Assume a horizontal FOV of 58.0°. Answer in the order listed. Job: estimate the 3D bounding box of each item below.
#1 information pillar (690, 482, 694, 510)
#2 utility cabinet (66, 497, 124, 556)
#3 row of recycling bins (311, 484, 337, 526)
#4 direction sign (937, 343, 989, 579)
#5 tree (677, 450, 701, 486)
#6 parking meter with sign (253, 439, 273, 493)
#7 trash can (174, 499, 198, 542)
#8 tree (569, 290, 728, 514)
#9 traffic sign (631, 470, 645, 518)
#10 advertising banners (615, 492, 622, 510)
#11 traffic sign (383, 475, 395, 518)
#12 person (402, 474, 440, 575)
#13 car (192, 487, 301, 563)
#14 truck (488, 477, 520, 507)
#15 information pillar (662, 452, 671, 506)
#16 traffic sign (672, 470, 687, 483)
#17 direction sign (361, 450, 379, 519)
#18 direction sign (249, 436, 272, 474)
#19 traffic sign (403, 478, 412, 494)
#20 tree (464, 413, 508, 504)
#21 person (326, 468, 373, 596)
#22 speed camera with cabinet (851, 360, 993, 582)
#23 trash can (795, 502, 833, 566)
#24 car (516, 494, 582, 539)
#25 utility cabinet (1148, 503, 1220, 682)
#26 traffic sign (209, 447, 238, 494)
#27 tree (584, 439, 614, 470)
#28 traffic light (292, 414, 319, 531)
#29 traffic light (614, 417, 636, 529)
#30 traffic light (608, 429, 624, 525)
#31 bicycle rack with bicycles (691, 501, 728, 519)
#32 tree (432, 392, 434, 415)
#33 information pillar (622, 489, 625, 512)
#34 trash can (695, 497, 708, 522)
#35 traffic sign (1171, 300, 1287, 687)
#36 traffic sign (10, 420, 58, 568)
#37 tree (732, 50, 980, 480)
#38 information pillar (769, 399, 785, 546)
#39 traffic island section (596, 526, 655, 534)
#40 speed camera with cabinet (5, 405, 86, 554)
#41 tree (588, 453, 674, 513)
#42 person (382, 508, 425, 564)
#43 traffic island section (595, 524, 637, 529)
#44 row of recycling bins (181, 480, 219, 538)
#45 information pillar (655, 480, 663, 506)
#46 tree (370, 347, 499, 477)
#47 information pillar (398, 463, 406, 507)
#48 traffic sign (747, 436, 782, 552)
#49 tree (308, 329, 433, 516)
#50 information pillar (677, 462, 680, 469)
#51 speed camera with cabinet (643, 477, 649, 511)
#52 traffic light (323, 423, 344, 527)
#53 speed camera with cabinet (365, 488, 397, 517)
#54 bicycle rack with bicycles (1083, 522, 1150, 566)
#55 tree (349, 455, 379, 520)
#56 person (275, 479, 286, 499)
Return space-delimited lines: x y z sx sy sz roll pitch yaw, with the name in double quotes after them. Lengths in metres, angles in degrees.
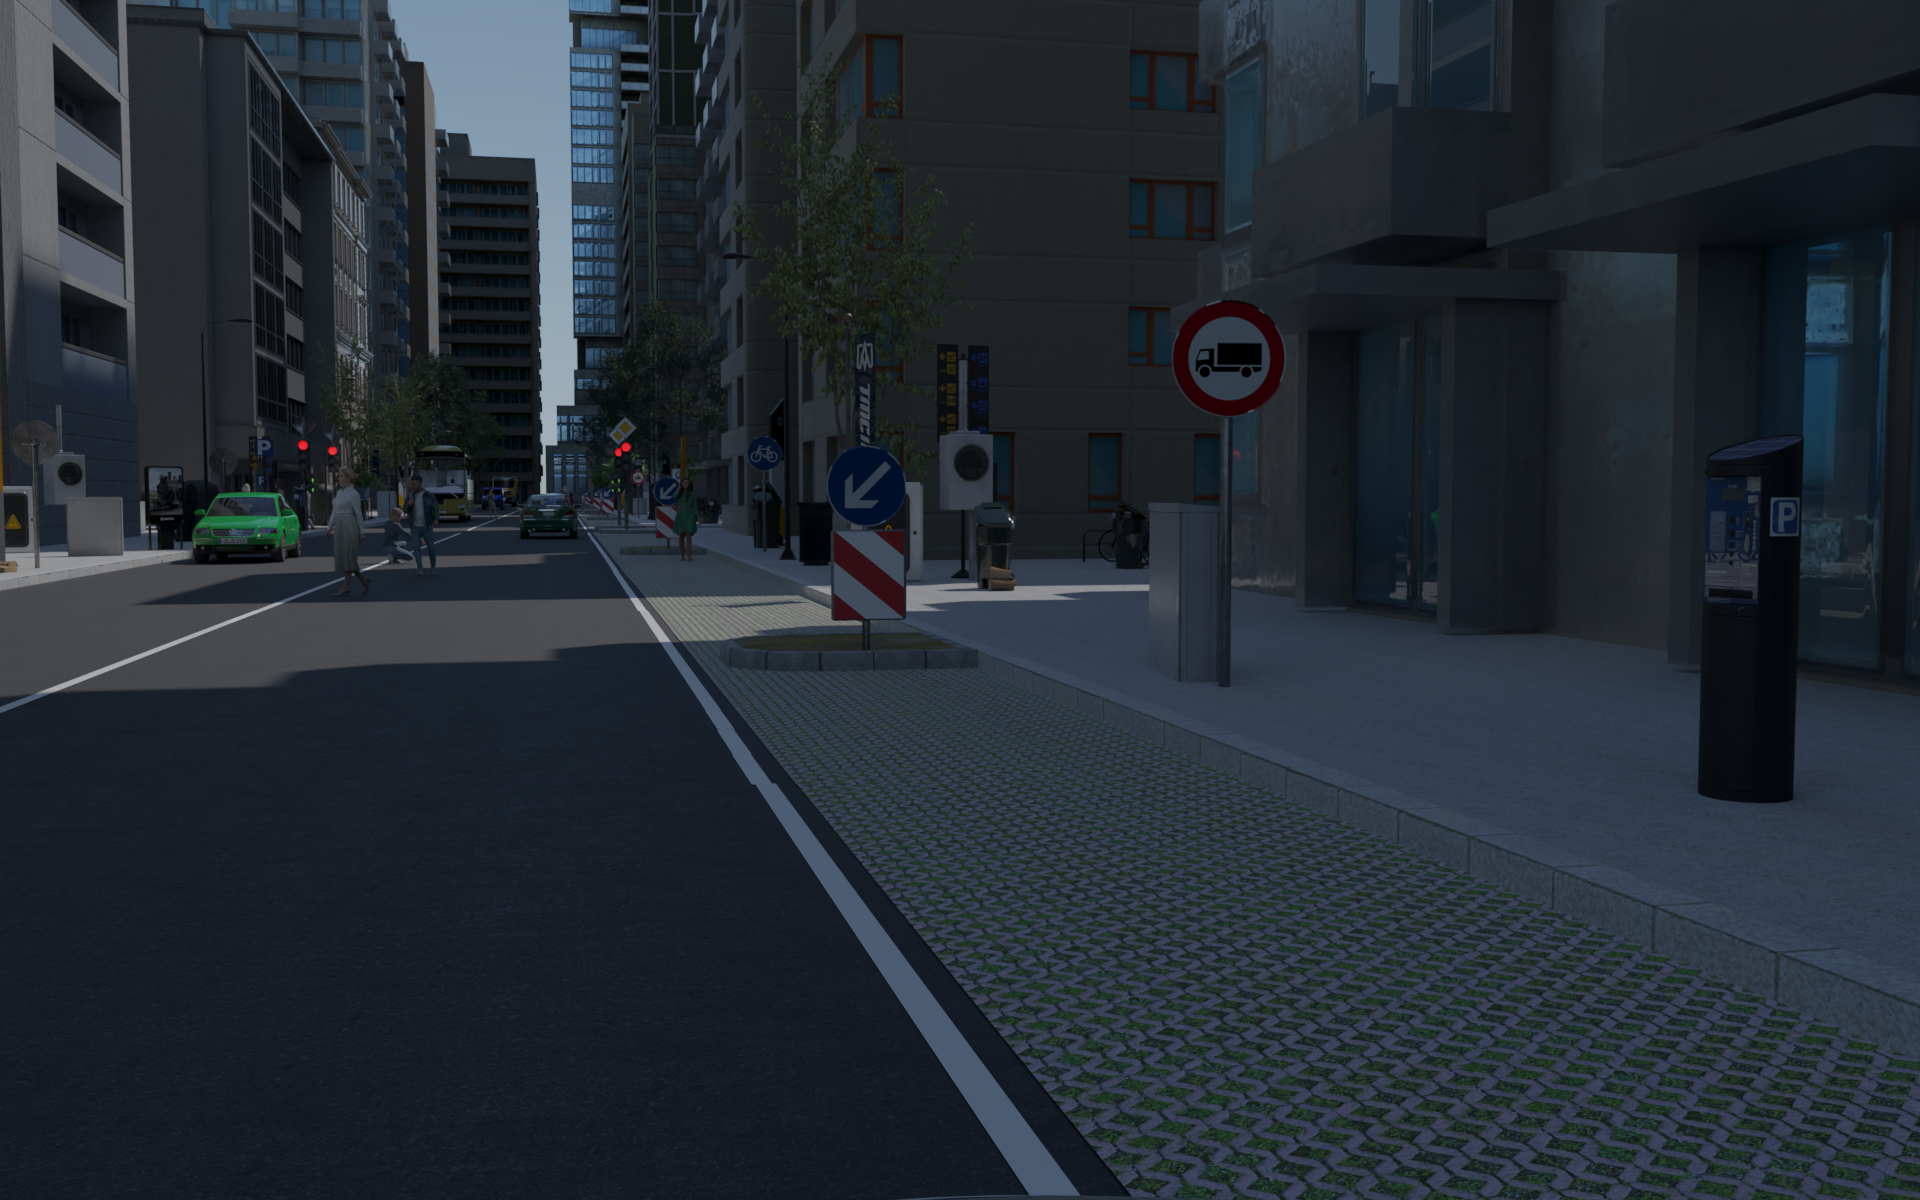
-16.299 -6.130 104.719 0.304 2.012 0.304 -3 5 -44 "information pillar"
-17.938 -1.515 35.930 1.020 1.237 0.306 -1 4 -22 "utility cabinet"
-25.995 -3.926 71.302 1.069 1.692 3.534 -1 4 -12 "row of recycling bins"
0.047 -2.099 26.316 0.876 3.537 0.379 -2 4 -27 "direction sign"
-21.100 -8.941 129.899 4.285 4.588 4.351 0 3 0 "tree"
-22.452 -3.637 55.721 0.543 3.016 1.738 -2 4 -27 "parking meter with sign"
-20.924 -2.143 46.684 0.748 1.137 0.748 0 3 0 "trash can"
-13.269 -8.891 79.775 7.601 10.594 8.767 0 4 1 "tree"
-17.353 -5.709 93.440 0.768 2.556 0.104 0 4 -4 "traffic sign"
-26.836 -8.602 136.828 0.090 3.025 2.074 -2 4 -35 "advertising banners"
-30.293 -5.493 91.934 0.606 2.300 0.079 -1 4 -12 "traffic sign"
-9.537 -1.334 30.659 0.623 1.781 0.721 -1 4 -19 "person"
-15.420 -1.758 37.543 1.959 1.807 4.718 -1 4 -15 "car"
-51.433 -12.229 195.869 3.469 3.379 9.791 -1 4 -13 "truck"
-16.241 -6.391 95.840 0.504 3.616 0.183 1 4 17 "information pillar"
-11.438 -4.192 70.674 0.606 2.300 0.079 -1 4 -8 "traffic sign"
-30.214 -5.920 88.789 0.876 3.537 0.379 0 3 0 "direction sign"
-27.343 -4.632 67.726 0.876 3.537 0.379 0 4 2 "direction sign"
-34.872 -6.559 109.373 0.606 2.300 0.079 0 4 -5 "traffic sign"
-60.540 -17.811 216.961 9.928 11.665 9.643 0 3 0 "tree"
-8.622 -0.965 24.509 0.641 1.798 0.478 -3 5 -44 "person"
-0.569 -1.897 25.350 2.038 3.252 0.660 -1 4 -16 "speed camera with cabinet"
-2.590 -1.192 31.149 0.748 1.137 0.748 0 3 0 "trash can"
-13.579 -2.777 57.208 2.131 1.459 4.920 -1 4 -13 "car"
1.586 -0.068 12.281 0.306 1.237 1.020 0 4 -6 "utility cabinet"
-20.131 -2.890 47.362 0.768 2.556 0.104 0 4 -4 "traffic sign"
-43.634 -15.916 210.596 4.360 8.622 3.978 0 3 0 "tree"
-22.920 -4.387 60.648 0.839 4.253 0.868 -1 4 -13 "traffic light"
-12.192 -4.538 63.123 0.839 4.253 0.868 -1 4 -13 "traffic light"
-13.982 -5.014 70.906 0.839 4.253 0.868 -1 4 -13 "traffic light"
-13.058 -4.660 89.580 2.925 0.926 2.852 2 4 35 "bicycle rack with bicycles"
-33.483 -9.366 103.491 4.737 8.622 4.395 0 3 0 "tree"
-23.930 -8.083 123.509 0.183 3.616 0.504 3 4 37 "information pillar"
-12.160 -4.237 80.936 0.748 1.137 0.748 0 3 0 "trash can"
1.763 -0.695 11.467 0.768 2.556 0.104 0 4 -4 "traffic sign"
-15.945 -1.820 29.855 0.768 2.556 0.104 -1 4 -9 "traffic sign"
-1.838 -4.821 29.194 4.737 8.622 4.395 0 3 0 "tree"
-4.494 -3.132 42.571 0.183 3.616 0.504 3 4 36 "information pillar"
-12.150 -2.506 63.246 2.009 0.180 2.903 -1 4 -13 "traffic island section"
-20.303 -2.666 37.919 0.660 3.252 2.038 3 4 37 "speed camera with cabinet"
-22.788 -8.260 118.757 4.285 4.588 4.351 0 3 0 "tree"
-11.590 -1.330 35.741 0.738 1.151 1.012 -3 5 -41 "person"
-13.940 -2.982 71.029 2.009 0.180 2.903 -1 4 -13 "traffic island section"
-22.308 -2.656 50.546 1.069 1.692 3.534 -2 4 -30 "row of recycling bins"
-15.595 -5.212 89.707 0.304 2.012 0.304 -2 4 -25 "information pillar"
-40.985 -13.359 135.419 9.611 12.733 9.660 0 3 0 "tree"
-38.985 -7.936 121.109 0.504 3.616 0.183 -2 4 -27 "information pillar"
-4.319 -2.333 38.253 0.768 2.556 0.104 0 4 -5 "traffic sign"
-27.268 -7.811 78.065 4.737 8.622 4.395 0 3 0 "tree"
-20.590 -8.316 127.322 0.504 3.616 0.183 -3 4 -37 "information pillar"
-24.073 -8.504 133.373 0.660 3.252 2.038 -1 4 -8 "speed camera with cabinet"
-24.710 -4.863 68.430 0.839 4.253 0.868 -1 4 -13 "traffic light"
-32.543 -6.257 96.635 2.038 3.252 0.660 -1 4 -10 "speed camera with cabinet"
3.746 -1.155 32.260 2.925 0.926 2.852 -2 4 -30 "bicycle rack with bicycles"
-29.424 -5.494 84.433 1.663 3.219 1.824 0 3 0 "tree"
-17.904 -2.262 45.501 0.388 1.821 0.555 -2 4 -33 "person"
